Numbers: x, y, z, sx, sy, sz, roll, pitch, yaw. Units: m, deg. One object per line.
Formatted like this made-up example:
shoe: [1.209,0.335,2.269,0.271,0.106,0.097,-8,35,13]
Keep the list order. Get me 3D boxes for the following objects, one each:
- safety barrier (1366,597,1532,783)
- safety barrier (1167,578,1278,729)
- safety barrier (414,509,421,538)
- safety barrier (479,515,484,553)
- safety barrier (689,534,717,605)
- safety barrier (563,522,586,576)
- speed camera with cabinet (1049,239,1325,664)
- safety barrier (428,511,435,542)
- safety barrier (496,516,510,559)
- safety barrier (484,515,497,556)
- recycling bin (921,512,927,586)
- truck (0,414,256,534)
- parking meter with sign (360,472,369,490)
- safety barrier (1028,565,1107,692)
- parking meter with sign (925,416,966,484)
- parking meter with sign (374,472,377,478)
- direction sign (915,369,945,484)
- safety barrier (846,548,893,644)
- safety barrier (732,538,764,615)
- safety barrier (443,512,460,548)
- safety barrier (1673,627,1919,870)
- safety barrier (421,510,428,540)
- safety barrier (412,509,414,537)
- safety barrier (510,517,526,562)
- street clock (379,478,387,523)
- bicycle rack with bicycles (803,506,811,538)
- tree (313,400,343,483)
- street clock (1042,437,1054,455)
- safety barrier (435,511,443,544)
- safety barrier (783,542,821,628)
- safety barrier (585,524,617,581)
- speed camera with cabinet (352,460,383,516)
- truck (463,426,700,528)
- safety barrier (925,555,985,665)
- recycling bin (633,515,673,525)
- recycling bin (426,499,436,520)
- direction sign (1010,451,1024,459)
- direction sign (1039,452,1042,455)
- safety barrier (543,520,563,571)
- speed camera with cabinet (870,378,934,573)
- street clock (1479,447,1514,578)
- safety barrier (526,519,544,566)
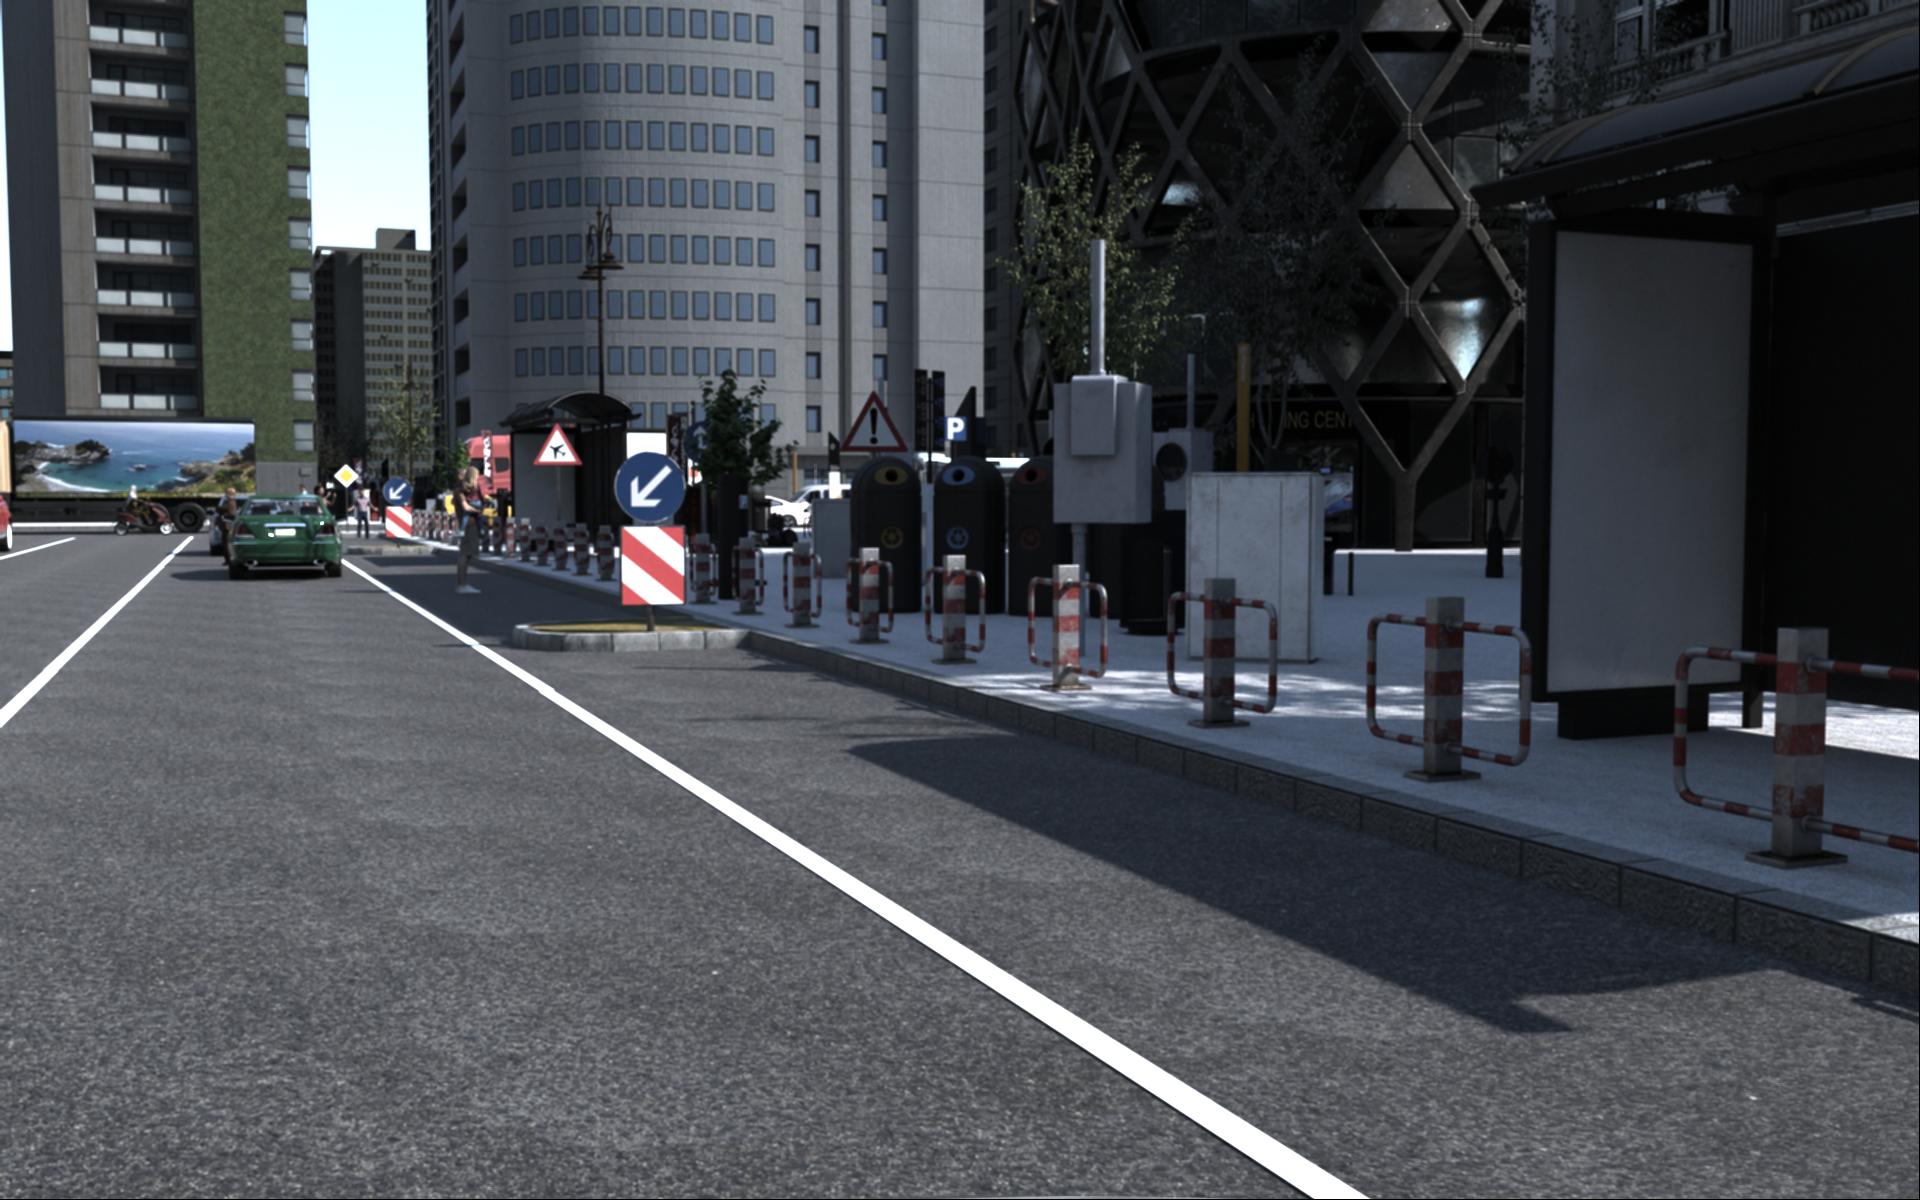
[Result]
safety barrier: [2.179,0.396,7.802,0.300,0.817,1.120,-1,4,-23]
safety barrier: [1.434,0.288,9.574,0.300,0.817,1.120,-1,4,-23]
safety barrier: [-15.579,-2.205,50.330,0.300,0.817,1.120,-1,4,-23]
safety barrier: [-10.398,-1.447,37.929,0.300,0.817,1.120,-1,4,-23]
safety barrier: [-3.002,-0.363,20.207,0.300,0.817,1.120,-1,4,-23]
safety barrier: [-5.964,-0.797,27.299,0.300,0.817,1.120,-1,4,-23]
speed camera with cabinet: [1.785,-1.173,13.513,2.038,3.252,0.660,1,4,19]
safety barrier: [-14.098,-1.989,46.790,0.300,0.817,1.120,-1,4,-23]
safety barrier: [-8.920,-1.230,34.388,0.300,0.817,1.120,-1,4,-23]
safety barrier: [-9.661,-1.338,36.159,0.300,0.817,1.120,-1,4,-23]
recycling bin: [-0.921,-0.713,24.213,0.722,1.027,0.722,1,4,23]
truck: [-31.544,-4.510,62.657,11.283,4.237,2.839,-2,4,-23]
parking meter with sign: [-48.468,-8.802,140.171,1.738,3.016,0.543,3,5,44]
safety barrier: [0.694,0.179,11.352,0.300,0.817,1.120,-1,4,-23]
parking meter with sign: [-0.464,-2.659,39.734,0.543,3.016,1.738,-2,4,-24]
parking meter with sign: [-44.588,-8.461,134.603,1.738,3.016,0.543,-3,4,-37]
direction sign: [-0.552,-2.433,31.771,0.379,3.537,0.876,3,4,36]
safety barrier: [-0.781,-0.038,14.891,0.300,0.817,1.120,-1,4,-23]
safety barrier: [-2.263,-0.255,18.438,0.300,0.817,1.120,-1,4,-23]
safety barrier: [-12.618,-1.772,43.240,0.300,0.817,1.120,-1,4,-23]
safety barrier: [2.918,0.505,6.019,0.300,0.817,1.120,-1,4,-23]
safety barrier: [-14.837,-2.097,48.559,0.300,0.817,1.120,-1,4,-23]
safety barrier: [-16.318,-2.314,52.102,0.300,0.817,1.120,-1,4,-23]
safety barrier: [-8.187,-1.122,32.617,0.300,0.817,1.120,-1,4,-23]
street clock: [-25.256,-4.361,75.873,0.358,2.002,0.471,0,4,-7]
bicycle rack with bicycles: [-3.606,-2.311,51.173,2.852,0.926,2.925,1,4,22]
tree: [-69.942,-16.219,182.190,9.611,12.733,9.660,0,3,0]
street clock: [1.287,-1.045,21.651,0.471,2.002,0.358,2,4,31]
safety barrier: [-13.358,-1.880,45.014,0.300,0.817,1.120,-1,4,-23]
safety barrier: [-1.522,-0.146,16.670,0.300,0.817,1.120,-1,4,-23]
safety barrier: [-5.223,-0.688,25.526,0.300,0.817,1.120,-1,4,-23]
speed camera with cabinet: [-34.385,-6.496,100.540,2.038,3.252,0.660,2,4,27]
truck: [-16.203,-5.183,73.658,11.283,4.237,2.839,-1,4,-23]
safety barrier: [-0.044,0.071,13.121,0.300,0.817,1.120,-1,4,-23]
recycling bin: [-5.833,-1.245,32.910,0.722,1.027,0.722,-1,4,-14]
recycling bin: [-25.691,-4.431,85.000,0.722,1.027,0.722,1,4,16]
direction sign: [2.997,-6.076,91.340,0.876,3.537,0.379,-3,4,-37]
direction sign: [4.431,-6.158,92.672,0.876,3.537,0.379,3,5,40]
safety barrier: [-6.707,-0.905,29.075,0.300,0.817,1.120,-1,4,-23]
speed camera with cabinet: [-0.892,-2.117,28.946,0.660,3.252,2.038,-2,4,-24]
street clock: [8.197,-1.342,26.504,0.358,2.002,0.471,-2,4,-35]
safety barrier: [-7.448,-1.014,30.848,0.300,0.817,1.120,-1,4,-23]
